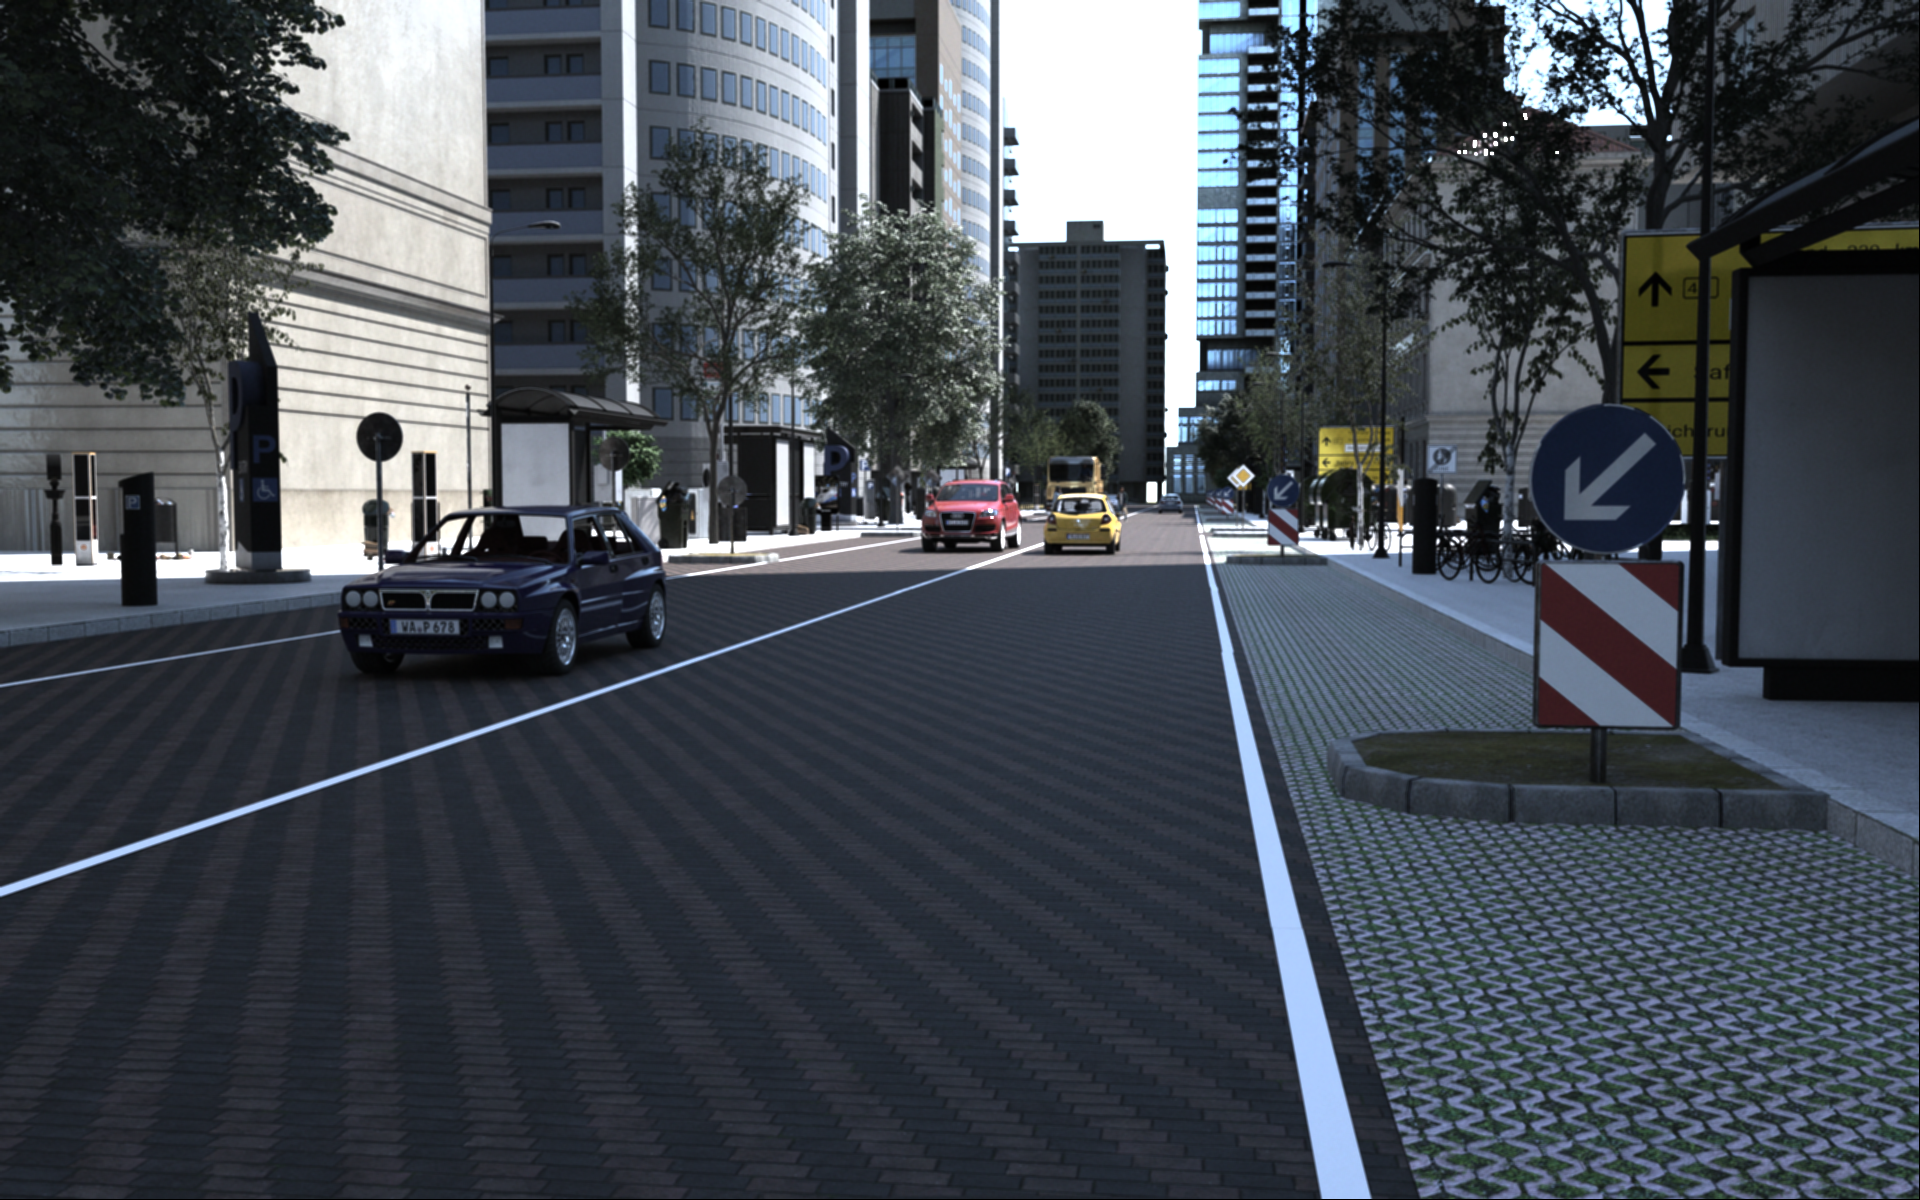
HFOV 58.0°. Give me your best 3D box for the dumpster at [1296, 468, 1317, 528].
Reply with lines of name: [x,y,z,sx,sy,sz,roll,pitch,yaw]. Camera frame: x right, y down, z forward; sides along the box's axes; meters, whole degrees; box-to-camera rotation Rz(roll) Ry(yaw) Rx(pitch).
dumpster: [13.715,-3.921,66.609,1.502,2.255,1.985,0,4,8]

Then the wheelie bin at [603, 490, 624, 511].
wheelie bin: [-12.092,-3.185,59.986,0.980,1.594,0.693,1,4,18]

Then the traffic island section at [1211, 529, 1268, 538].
traffic island section: [9.467,-2.175,57.845,2.009,0.180,2.903,0,4,8]

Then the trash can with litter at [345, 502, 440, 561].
trash can with litter: [-10.848,-1.392,33.814,2.233,1.210,1.678,-2,4,-24]

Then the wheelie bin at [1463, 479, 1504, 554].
wheelie bin: [11.251,-1.793,37.221,0.693,1.594,0.980,0,4,-8]

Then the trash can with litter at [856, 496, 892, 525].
trash can with litter: [-3.970,-3.759,72.516,2.233,1.210,1.678,1,4,13]

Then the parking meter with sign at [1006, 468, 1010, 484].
parking meter with sign: [2.537,-7.316,115.871,1.738,3.016,0.543,3,5,44]

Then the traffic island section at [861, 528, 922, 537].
traffic island section: [-2.170,-2.271,59.407,2.009,0.180,2.903,0,4,8]

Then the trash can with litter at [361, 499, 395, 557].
trash can with litter: [-12.092,-1.503,35.960,0.624,1.170,1.055,-1,4,-13]

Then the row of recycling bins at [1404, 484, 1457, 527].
row of recycling bins: [18.998,-3.829,69.714,1.069,1.692,3.534,0,4,-6]

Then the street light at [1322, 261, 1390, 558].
street light: [7.914,-3.799,34.653,1.470,5.913,1.316,0,4,8]

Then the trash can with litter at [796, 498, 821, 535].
trash can with litter: [-4.782,-2.628,54.353,0.624,1.170,1.055,1,4,10]

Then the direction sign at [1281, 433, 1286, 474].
direction sign: [12.153,-4.473,65.127,0.379,3.537,0.876,0,4,1]

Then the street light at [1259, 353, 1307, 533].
street light: [10.707,-5.161,56.923,1.470,5.913,1.316,0,4,8]

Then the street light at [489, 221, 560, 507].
street light: [-7.492,-3.497,29.711,1.470,5.913,1.316,0,4,8]

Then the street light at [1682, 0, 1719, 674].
street light: [4.783,-2.440,12.439,1.470,5.913,1.316,0,4,8]

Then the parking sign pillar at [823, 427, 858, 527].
parking sign pillar: [-4.772,-4.915,68.831,1.447,3.967,1.447,2,4,29]

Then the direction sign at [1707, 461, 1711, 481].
direction sign: [43.983,-6.757,102.477,0.379,3.537,0.876,-3,4,-36]

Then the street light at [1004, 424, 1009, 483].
street light: [3.438,-8.513,111.735,1.470,5.913,1.316,0,4,8]

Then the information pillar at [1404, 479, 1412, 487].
information pillar: [22.376,-5.026,86.659,0.304,2.012,0.304,-3,4,-38]

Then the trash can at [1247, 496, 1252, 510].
trash can: [22.840,-7.595,135.826,0.748,1.137,0.748,0,3,0]

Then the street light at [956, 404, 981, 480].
street light: [0.386,-7.154,89.510,1.470,5.913,1.316,0,4,8]

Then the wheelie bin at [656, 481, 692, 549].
wheelie bin: [-6.706,-2.005,40.696,0.693,1.594,0.980,1,4,11]

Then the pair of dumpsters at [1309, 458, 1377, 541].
pair of dumpsters: [10.861,-2.860,49.247,1.574,2.255,4.437,0,4,8]

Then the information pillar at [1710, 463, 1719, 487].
information pillar: [55.724,-8.377,128.310,0.504,3.616,0.183,0,4,7]

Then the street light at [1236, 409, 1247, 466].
street light: [16.021,-7.488,94.969,1.470,5.913,1.316,0,4,8]

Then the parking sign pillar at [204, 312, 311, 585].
parking sign pillar: [-10.237,-2.244,25.154,1.447,3.967,1.447,-2,4,-32]

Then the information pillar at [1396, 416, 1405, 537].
information pillar: [13.308,-3.728,52.305,0.183,3.616,0.504,0,4,1]

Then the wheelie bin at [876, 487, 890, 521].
wheelie bin: [-3.578,-4.559,82.454,0.693,1.594,0.980,2,4,31]

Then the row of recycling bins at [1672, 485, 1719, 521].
row of recycling bins: [35.804,-4.663,83.350,3.534,1.692,1.069,1,4,15]

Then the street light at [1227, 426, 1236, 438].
street light: [19.063,-8.878,117.689,1.470,5.913,1.316,0,4,8]

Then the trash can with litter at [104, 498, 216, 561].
trash can with litter: [-15.929,-1.395,33.865,2.233,1.210,1.678,0,4,-2]

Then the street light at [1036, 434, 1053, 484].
street light: [6.515,-9.930,134.894,1.470,5.913,1.316,0,4,8]

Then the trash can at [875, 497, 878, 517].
trash can: [-4.527,-5.203,96.725,0.748,1.137,0.748,0,3,0]

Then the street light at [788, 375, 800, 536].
street light: [-4.533,-4.889,52.475,1.470,5.913,1.316,0,4,8]

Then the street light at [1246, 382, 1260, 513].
street light: [12.826,-6.089,72.097,1.470,5.913,1.316,0,4,8]

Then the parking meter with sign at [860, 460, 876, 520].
parking meter with sign: [-4.619,-5.595,87.738,0.543,3.016,1.738,-1,4,-16]

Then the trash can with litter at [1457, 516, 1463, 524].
trash can with litter: [21.284,-3.911,75.335,1.055,1.170,0.624,0,4,-6]

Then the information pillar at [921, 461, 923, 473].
information pillar: [-2.019,-6.585,99.021,0.504,3.616,0.183,3,5,42]

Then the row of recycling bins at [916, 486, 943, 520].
row of recycling bins: [-1.169,-4.877,86.854,1.069,1.692,3.534,2,4,24]

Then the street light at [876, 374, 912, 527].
street light: [-2.534,-5.794,67.268,1.470,5.913,1.316,0,4,8]

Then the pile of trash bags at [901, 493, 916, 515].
pile of trash bags: [-2.517,-5.914,106.453,3.447,1.369,1.912,2,4,23]

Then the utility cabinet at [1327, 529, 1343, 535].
utility cabinet: [11.705,-2.778,54.105,0.318,1.500,1.173,2,4,25]

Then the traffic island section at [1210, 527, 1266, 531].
traffic island section: [10.530,-2.659,65.759,2.009,0.180,2.903,0,4,8]

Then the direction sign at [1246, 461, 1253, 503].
direction sign: [19.999,-7.815,119.774,0.379,3.537,0.876,3,5,40]

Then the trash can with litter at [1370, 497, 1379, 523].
trash can with litter: [16.174,-3.529,69.079,1.055,1.170,0.624,-1,4,-18]

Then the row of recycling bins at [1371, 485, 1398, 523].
row of recycling bins: [19.348,-4.355,78.322,1.069,1.692,3.534,-1,4,-21]

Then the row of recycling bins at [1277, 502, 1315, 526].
row of recycling bins: [13.795,-3.816,69.499,1.069,1.692,3.534,3,5,42]

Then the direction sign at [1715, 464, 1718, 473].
direction sign: [57.639,-8.548,131.762,0.379,3.537,0.876,0,4,-4]

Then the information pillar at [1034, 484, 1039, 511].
information pillar: [5.804,-7.754,131.267,0.304,2.012,0.304,3,5,40]

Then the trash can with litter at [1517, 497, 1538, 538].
trash can with litter: [17.261,-2.436,50.893,2.233,1.210,1.678,-2,4,-25]

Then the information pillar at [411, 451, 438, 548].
information pillar: [-9.254,-1.558,29.963,0.304,2.012,0.304,2,4,28]

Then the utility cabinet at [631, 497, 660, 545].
utility cabinet: [-7.837,-1.999,43.853,0.306,1.237,1.020,3,5,43]

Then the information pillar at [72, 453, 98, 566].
information pillar: [-15.588,-1.613,30.865,0.304,2.012,0.304,-1,4,-9]
